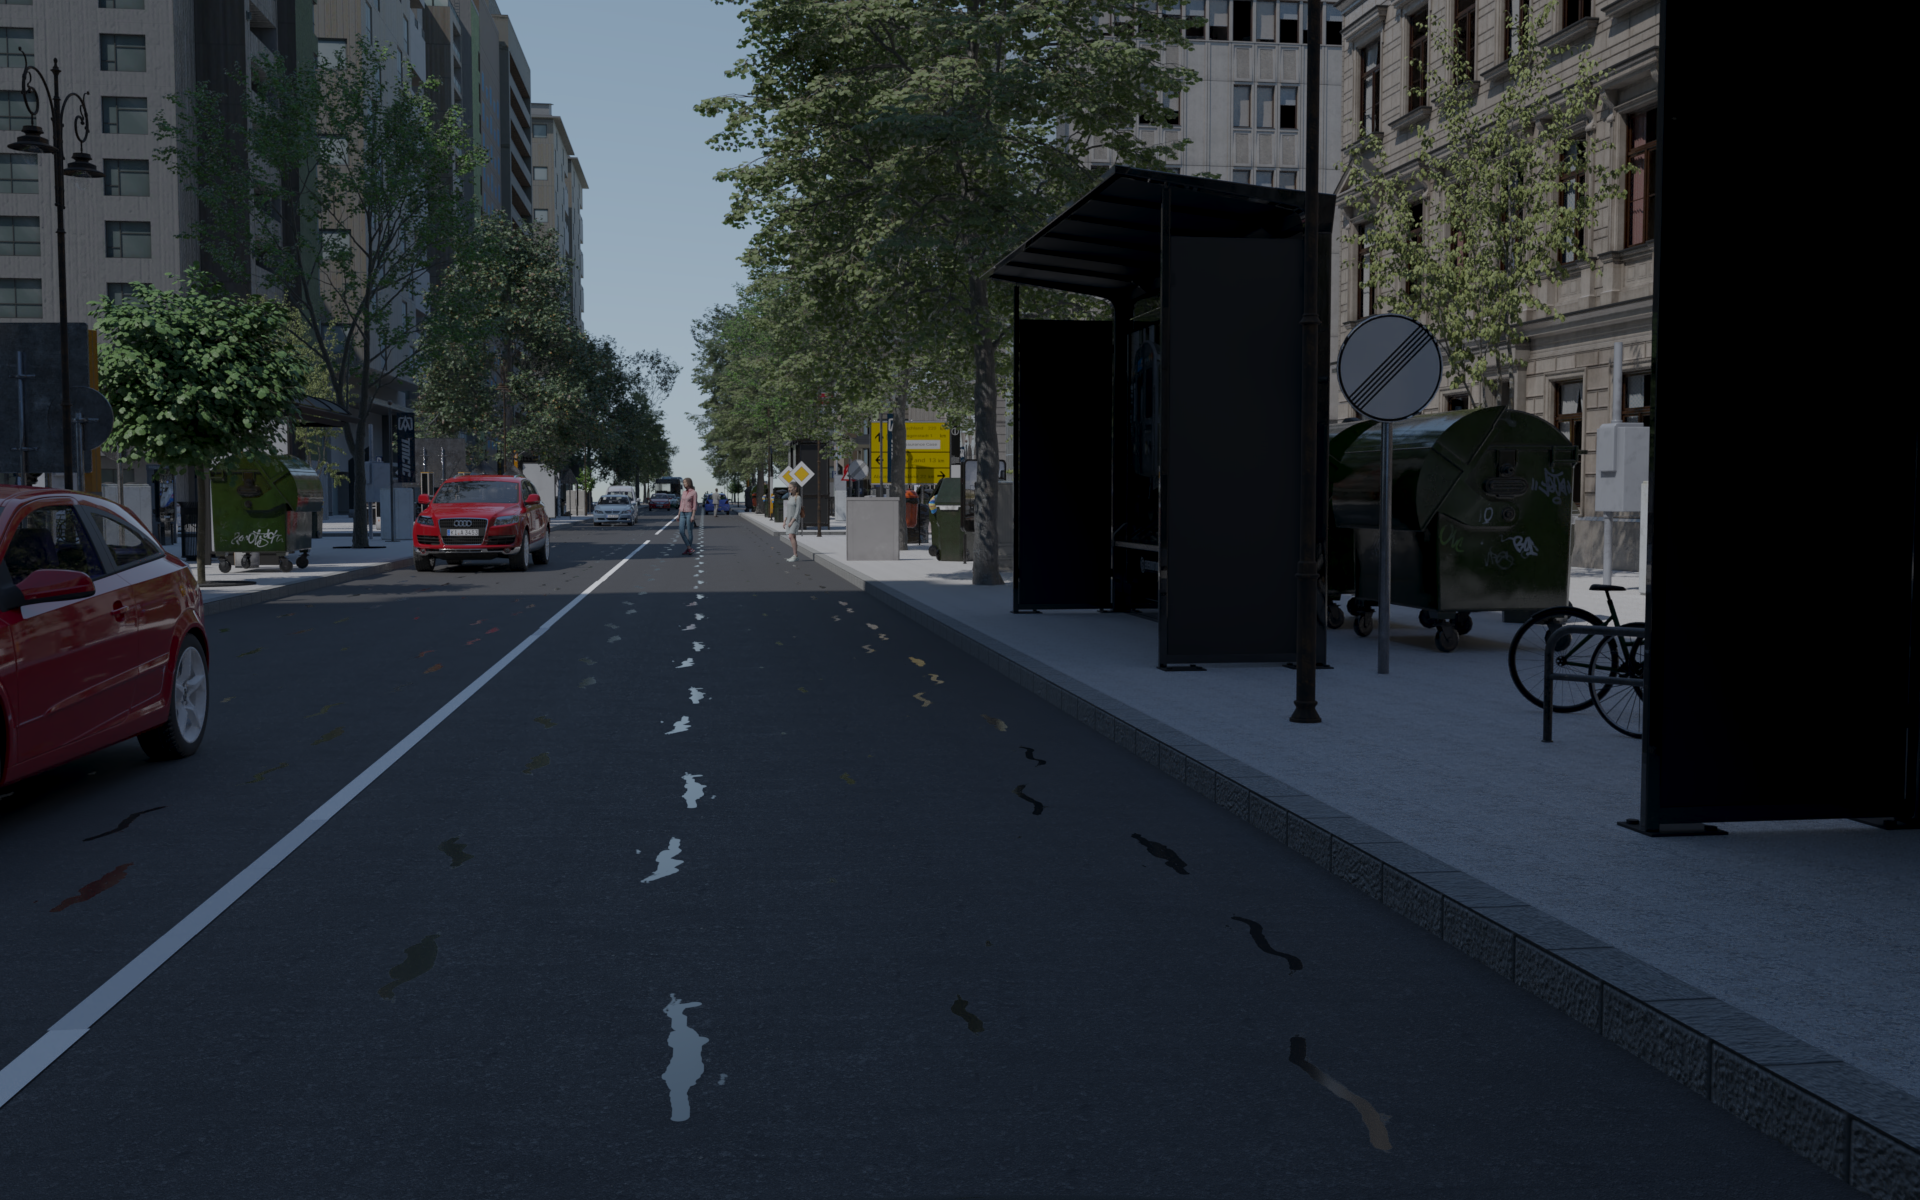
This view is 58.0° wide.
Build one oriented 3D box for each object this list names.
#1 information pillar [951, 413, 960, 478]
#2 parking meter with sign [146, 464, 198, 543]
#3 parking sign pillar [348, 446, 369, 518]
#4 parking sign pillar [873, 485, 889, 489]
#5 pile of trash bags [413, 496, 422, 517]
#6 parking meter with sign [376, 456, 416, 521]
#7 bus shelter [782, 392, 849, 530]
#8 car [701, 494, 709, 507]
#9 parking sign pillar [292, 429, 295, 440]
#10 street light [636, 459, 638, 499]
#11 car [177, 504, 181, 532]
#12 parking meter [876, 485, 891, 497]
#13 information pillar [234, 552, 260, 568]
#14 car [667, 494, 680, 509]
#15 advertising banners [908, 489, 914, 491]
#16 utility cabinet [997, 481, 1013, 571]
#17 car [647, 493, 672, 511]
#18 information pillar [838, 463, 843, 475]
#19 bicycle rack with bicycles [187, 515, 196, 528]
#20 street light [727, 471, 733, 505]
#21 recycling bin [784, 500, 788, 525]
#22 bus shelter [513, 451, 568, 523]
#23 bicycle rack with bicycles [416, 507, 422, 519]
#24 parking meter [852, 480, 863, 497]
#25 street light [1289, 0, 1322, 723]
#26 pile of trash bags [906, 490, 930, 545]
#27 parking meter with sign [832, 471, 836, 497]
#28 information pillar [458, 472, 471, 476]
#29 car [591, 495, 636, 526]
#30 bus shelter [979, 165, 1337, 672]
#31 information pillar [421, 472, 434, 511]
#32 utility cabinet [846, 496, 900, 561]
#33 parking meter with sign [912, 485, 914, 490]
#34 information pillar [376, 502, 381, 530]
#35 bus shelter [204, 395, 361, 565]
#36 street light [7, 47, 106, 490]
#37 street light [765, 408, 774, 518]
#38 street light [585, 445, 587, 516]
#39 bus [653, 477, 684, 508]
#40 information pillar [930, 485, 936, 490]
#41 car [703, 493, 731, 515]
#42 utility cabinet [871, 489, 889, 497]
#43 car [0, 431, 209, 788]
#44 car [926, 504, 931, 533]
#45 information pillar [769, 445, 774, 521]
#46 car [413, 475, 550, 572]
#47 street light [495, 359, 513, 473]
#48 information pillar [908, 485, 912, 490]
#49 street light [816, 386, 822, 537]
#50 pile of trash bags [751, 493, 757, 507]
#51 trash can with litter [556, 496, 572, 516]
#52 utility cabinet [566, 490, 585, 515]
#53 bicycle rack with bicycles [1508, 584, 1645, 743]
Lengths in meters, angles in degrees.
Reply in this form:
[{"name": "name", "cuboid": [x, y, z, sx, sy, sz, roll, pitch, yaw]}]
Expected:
[{"name": "information pillar", "cuboid": [-0.211, -3.557, 49.516, 0.504, 3.616, 0.183, 0, 4, 2]}, {"name": "parking meter with sign", "cuboid": [-20.756, -2.981, 45.003, 1.738, 3.016, 0.543, -1, 4, -21]}, {"name": "parking sign pillar", "cuboid": [-32.494, -6.458, 94.063, 1.447, 3.967, 1.447, 0, 4, 1]}, {"name": "parking sign pillar", "cuboid": [-3.864, -6.233, 90.388, 1.447, 3.967, 1.447, -1, 4, -12]}, {"name": "pile of trash bags", "cuboid": [-29.605, -5.207, 94.888, 1.912, 1.369, 3.447, 1, 4, 15]}, {"name": "parking meter with sign", "cuboid": [-26.346, -5.181, 80.974, 0.543, 3.016, 1.738, 3, 5, 42]}, {"name": "bus shelter", "cuboid": [-5.564, -5.378, 65.561, 2.179, 5.291, 8.768, -1, 4, -8]}, {"name": "car", "cuboid": [-27.303, -10.889, 189.835, 2.131, 1.459, 4.920, -1, 4, -10]}, {"name": "parking sign pillar", "cuboid": [-23.063, -4.268, 58.257, 1.447, 3.967, 1.447, 3, 5, 42]}, {"name": "street light", "cuboid": [-33.004, -12.472, 176.712, 0.468, 5.910, 1.993, -1, 4, -8]}, {"name": "car", "cuboid": [-26.620, -2.523, 53.614, 4.827, 1.381, 2.083, 0, 4, -8]}, {"name": "parking meter", "cuboid": [-2.793, -3.239, 61.362, 0.372, 1.533, 0.369, 0, 3, 0]}, {"name": "information pillar", "cuboid": [-12.388, -1.562, 30.038, 0.304, 2.012, 0.304, 1, 4, 11]}, {"name": "car", "cuboid": [-27.369, -9.224, 162.603, 2.131, 1.459, 4.920, -1, 4, -9]}, {"name": "advertising banners", "cuboid": [-1.445, -3.264, 49.553, 0.090, 3.025, 2.074, -1, 4, -8]}, {"name": "utility cabinet", "cuboid": [0.968, -1.226, 28.721, 1.173, 1.500, 0.318, -1, 4, -21]}, {"name": "car", "cuboid": [-25.601, -8.467, 147.483, 2.155, 1.783, 4.494, -1, 4, -10]}, {"name": "information pillar", "cuboid": [-8.567, -8.052, 123.005, 0.504, 3.616, 0.183, -1, 4, -9]}, {"name": "bicycle rack with bicycles", "cuboid": [-29.987, -3.165, 65.123, 2.925, 0.926, 2.852, -2, 4, -34]}, {"name": "street light", "cuboid": [-27.586, -14.486, 209.630, 0.468, 5.910, 1.993, -1, 4, -8]}, {"name": "recycling bin", "cuboid": [-6.786, -3.599, 71.397, 0.722, 1.027, 0.722, 2, 4, 31]}, {"name": "bus shelter", "cuboid": [-18.954, -5.182, 78.645, 2.014, 3.302, 5.546, -1, 4, -9]}, {"name": "bicycle rack with bicycles", "cuboid": [-26.271, -4.553, 87.829, 2.852, 0.926, 2.925, 0, 4, -2]}, {"name": "parking meter", "cuboid": [-3.954, -3.743, 66.909, 0.399, 1.863, 0.255, -2, 4, -34]}, {"name": "street light", "cuboid": [1.949, -2.251, 9.592, 0.468, 5.910, 1.993, -1, 4, -8]}, {"name": "pile of trash bags", "cuboid": [-1.647, -2.130, 44.582, 1.912, 1.369, 3.447, -1, 4, -17]}, {"name": "parking meter with sign", "cuboid": [-9.232, -8.168, 129.801, 0.543, 3.016, 1.738, -1, 4, -9]}, {"name": "information pillar", "cuboid": [-16.706, -3.302, 58.475, 0.304, 2.012, 0.304, 3, 4, 36]}, {"name": "car", "cuboid": [-15.789, -4.104, 79.098, 2.014, 1.417, 4.499, -1, 4, -9]}, {"name": "bus shelter", "cuboid": [1.507, -1.488, 15.605, 1.731, 3.624, 6.357, -1, 4, -8]}, {"name": "information pillar", "cuboid": [-17.991, -3.306, 58.539, 0.304, 2.012, 0.304, 1, 4, 16]}, {"name": "utility cabinet", "cuboid": [-1.685, -1.364, 33.457, 1.020, 1.237, 0.306, 0, 4, -6]}, {"name": "parking meter with sign", "cuboid": [-2.900, -7.298, 115.583, 0.543, 3.016, 1.738, -1, 4, -18]}, {"name": "information pillar", "cuboid": [-20.711, -3.519, 62.028, 0.304, 2.012, 0.304, 2, 4, 30]}, {"name": "bus shelter", "cuboid": [-13.185, -2.427, 33.600, 2.014, 3.302, 5.546, -1, 4, -8]}, {"name": "street light", "cuboid": [-9.581, -2.797, 18.524, 0.468, 5.910, 1.993, -1, 4, -8]}, {"name": "street light", "cuboid": [-10.210, -7.329, 92.612, 0.468, 5.910, 1.993, -1, 4, -8]}, {"name": "street light", "cuboid": [-21.913, -7.860, 101.302, 0.468, 5.910, 1.993, -1, 4, -8]}, {"name": "bus", "cuboid": [-30.009, -11.276, 179.214, 2.948, 3.499, 13.247, 0, 4, -7]}, {"name": "information pillar", "cuboid": [-1.289, -4.982, 85.939, 0.304, 2.012, 0.304, 2, 4, 35]}, {"name": "car", "cuboid": [-16.826, -6.755, 120.042, 1.945, 1.707, 3.694, -1, 4, -8]}, {"name": "utility cabinet", "cuboid": [-3.582, -4.208, 77.479, 0.318, 1.500, 1.173, -2, 4, -34]}, {"name": "car", "cuboid": [-4.897, 0.070, 7.902, 2.155, 1.783, 4.494, 0, 4, -7]}, {"name": "car", "cuboid": [-0.339, -2.796, 58.077, 4.827, 1.381, 2.083, 0, 4, -7]}, {"name": "information pillar", "cuboid": [-9.072, -5.624, 83.303, 0.183, 3.616, 0.504, -1, 4, -11]}, {"name": "car", "cuboid": [-9.253, -1.535, 33.777, 2.281, 1.827, 5.304, 0, 4, -6]}, {"name": "street light", "cuboid": [-15.616, -5.300, 59.451, 0.468, 5.910, 1.993, -1, 4, -8]}, {"name": "information pillar", "cuboid": [-3.373, -7.024, 119.336, 0.304, 2.012, 0.304, 3, 5, 41]}, {"name": "street light", "cuboid": [-4.206, -4.821, 51.615, 0.468, 5.910, 1.993, -1, 4, -8]}, {"name": "pile of trash bags", "cuboid": [-12.134, -6.366, 113.842, 3.447, 1.369, 1.912, -3, 4, -36]}, {"name": "trash can with litter", "cuboid": [-22.725, -5.362, 99.059, 0.624, 1.170, 1.055, 3, 4, 39]}, {"name": "utility cabinet", "cuboid": [-23.253, -5.889, 104.961, 1.173, 1.500, 0.318, 1, 4, 13]}, {"name": "bicycle rack with bicycles", "cuboid": [4.258, 0.257, 9.188, 2.925, 0.926, 2.852, 3, 5, 44]}]
